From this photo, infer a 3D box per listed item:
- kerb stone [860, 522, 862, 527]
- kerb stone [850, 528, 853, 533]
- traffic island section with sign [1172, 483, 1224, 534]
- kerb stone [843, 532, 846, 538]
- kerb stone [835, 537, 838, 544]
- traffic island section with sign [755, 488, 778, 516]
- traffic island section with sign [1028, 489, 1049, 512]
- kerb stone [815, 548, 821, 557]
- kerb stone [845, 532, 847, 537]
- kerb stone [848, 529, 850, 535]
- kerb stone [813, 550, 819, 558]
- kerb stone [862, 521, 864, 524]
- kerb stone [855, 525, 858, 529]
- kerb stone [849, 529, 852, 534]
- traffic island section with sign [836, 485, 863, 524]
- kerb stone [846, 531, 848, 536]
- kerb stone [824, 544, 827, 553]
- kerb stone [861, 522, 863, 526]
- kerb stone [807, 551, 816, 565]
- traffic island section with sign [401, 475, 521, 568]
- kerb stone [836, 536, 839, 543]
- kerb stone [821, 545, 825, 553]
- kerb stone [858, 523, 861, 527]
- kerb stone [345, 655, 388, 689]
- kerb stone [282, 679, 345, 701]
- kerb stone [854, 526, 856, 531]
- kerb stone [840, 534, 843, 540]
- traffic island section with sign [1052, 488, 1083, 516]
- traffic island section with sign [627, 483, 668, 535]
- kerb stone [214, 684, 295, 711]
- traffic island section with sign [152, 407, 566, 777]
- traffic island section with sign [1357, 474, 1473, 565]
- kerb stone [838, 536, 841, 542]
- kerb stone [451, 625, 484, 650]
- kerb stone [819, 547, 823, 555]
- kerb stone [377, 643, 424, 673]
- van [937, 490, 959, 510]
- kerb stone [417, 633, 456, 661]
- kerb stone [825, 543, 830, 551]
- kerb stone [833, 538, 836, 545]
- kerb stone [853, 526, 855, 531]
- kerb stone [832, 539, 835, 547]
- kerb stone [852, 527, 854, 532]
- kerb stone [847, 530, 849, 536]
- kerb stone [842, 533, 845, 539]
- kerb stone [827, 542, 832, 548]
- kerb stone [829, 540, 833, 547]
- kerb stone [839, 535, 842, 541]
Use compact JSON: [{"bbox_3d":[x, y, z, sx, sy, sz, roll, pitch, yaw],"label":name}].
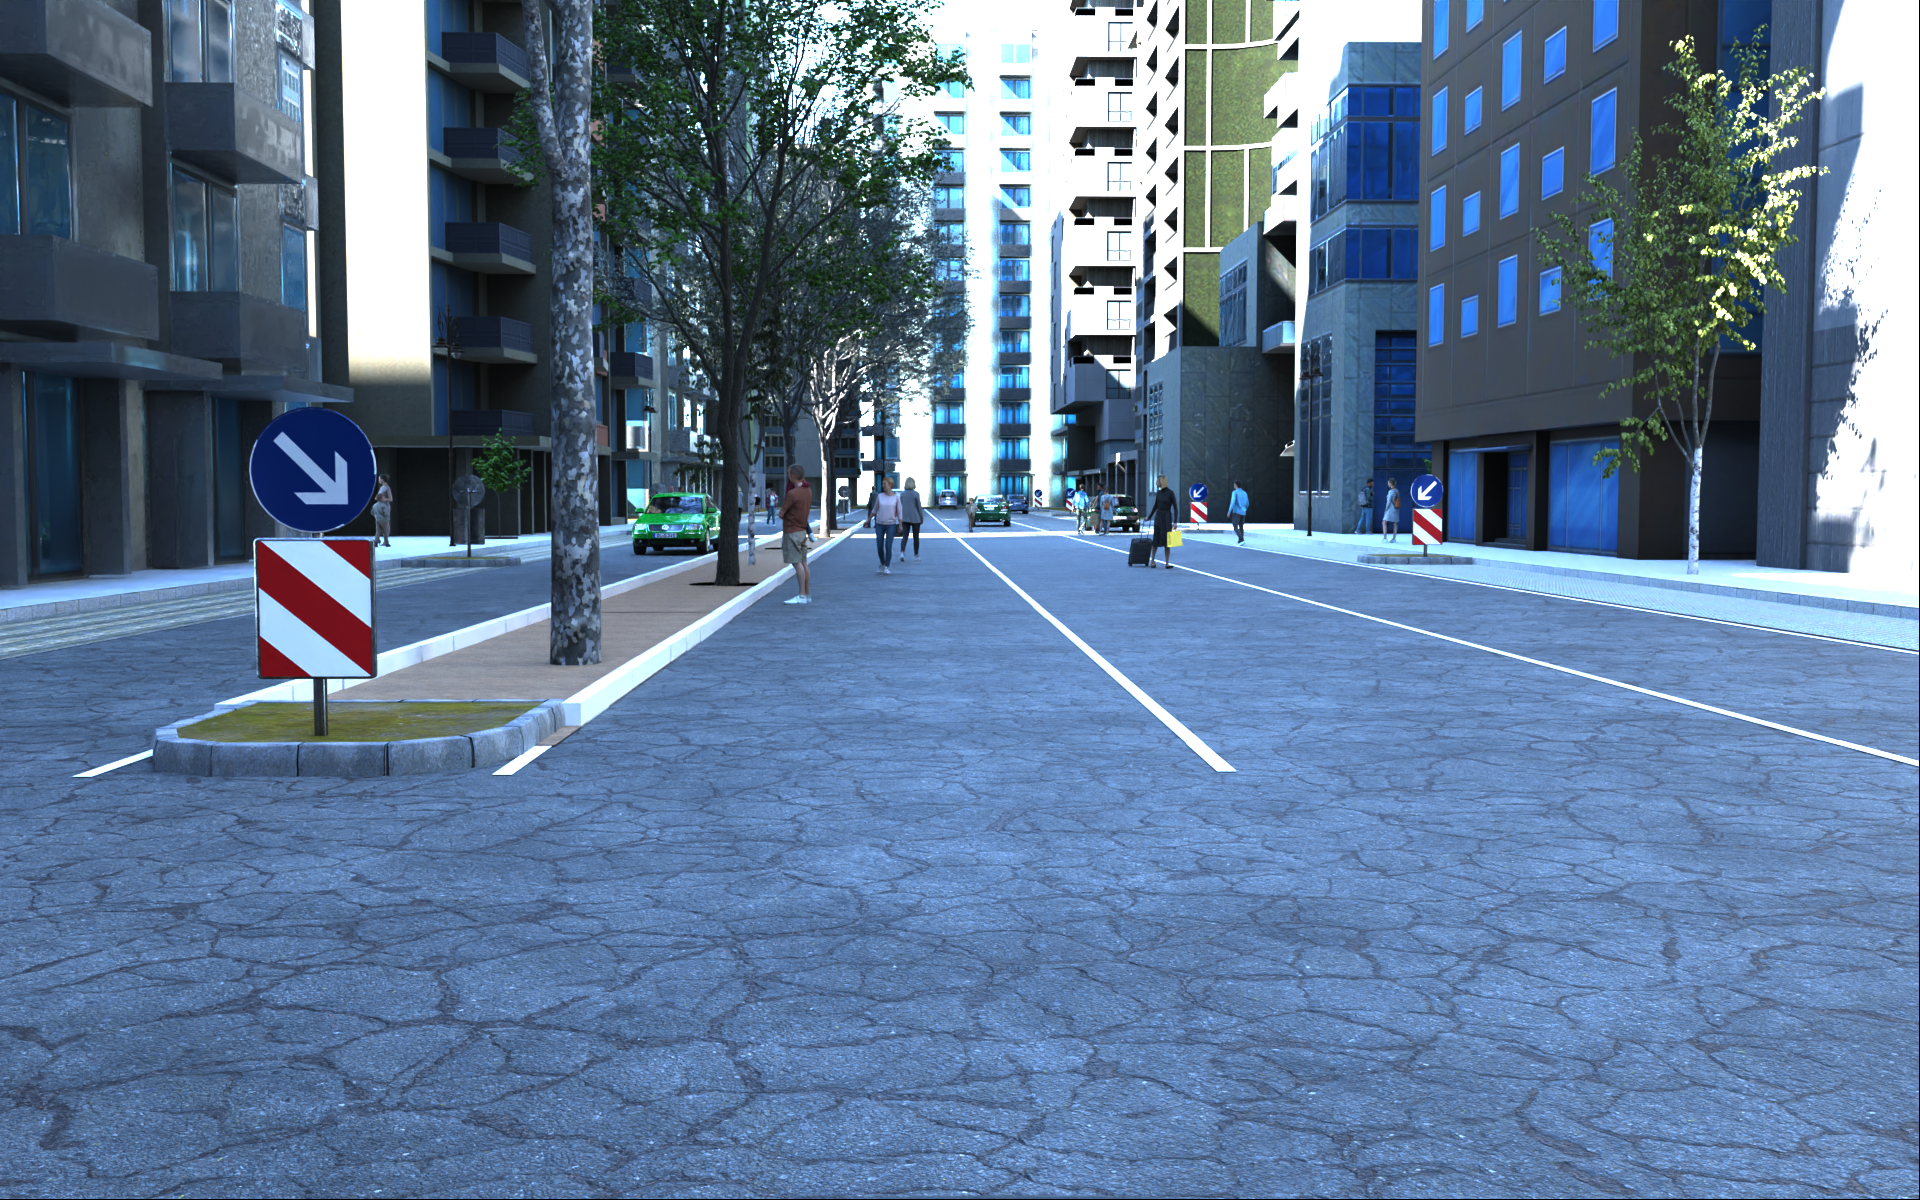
[{"bbox_3d":[-4.287,-3.080,72.605,0.120,0.150,1.000,0,4,-2],"label":"kerb stone"},{"bbox_3d":[-3.904,-2.331,60.309,0.120,0.150,1.000,0,4,-2],"label":"kerb stone"},{"bbox_3d":[8.495,-3.346,63.328,1.989,1.847,2.006,0,4,-2],"label":"traffic island section with sign"},{"bbox_3d":[-3.715,-1.955,54.162,0.120,0.150,1.000,0,4,-2],"label":"kerb stone"},{"bbox_3d":[-3.532,-1.579,48.012,0.120,0.150,1.000,0,4,-2],"label":"kerb stone"},{"bbox_3d":[-12.227,-6.324,112.024,1.989,1.847,2.006,0,4,-2],"label":"traffic island section with sign"},{"bbox_3d":[6.157,-8.015,139.679,1.989,1.847,2.006,0,4,-2],"label":"traffic island section with sign"},{"bbox_3d":[-3.250,-1.016,38.799,0.120,0.150,1.000,0,4,-2],"label":"kerb stone"},{"bbox_3d":[-3.751,-2.018,55.189,0.120,0.150,1.000,0,4,-2],"label":"kerb stone"},{"bbox_3d":[-3.845,-2.206,58.258,0.120,0.150,1.000,0,4,-2],"label":"kerb stone"},{"bbox_3d":[-3.216,-0.953,37.778,0.120,0.150,1.000,0,4,-2],"label":"kerb stone"},{"bbox_3d":[-4.377,-3.271,75.671,0.120,0.150,1.000,0,4,-2],"label":"kerb stone"},{"bbox_3d":[-4.088,-2.707,66.460,0.120,0.150,1.000,0,4,-2],"label":"kerb stone"},{"bbox_3d":[-3.873,-2.258,59.282,0.120,0.150,1.000,0,4,-2],"label":"kerb stone"},{"bbox_3d":[-5.703,-4.690,84.825,2.006,1.907,1.989,0,4,-2],"label":"traffic island section with sign"},{"bbox_3d":[-3.781,-2.078,56.211,0.120,0.150,1.000,0,4,-2],"label":"kerb stone"},{"bbox_3d":[-3.350,-1.193,41.871,0.120,0.150,1.000,0,4,-2],"label":"kerb stone"},{"bbox_3d":[-4.320,-3.146,73.627,0.120,0.150,1.000,0,4,-2],"label":"kerb stone"},{"bbox_3d":[-3.196,-0.890,36.755,0.120,0.150,1.000,0,4,-2],"label":"kerb stone"},{"bbox_3d":[-9.860,-1.581,34.484,1.989,1.847,2.006,0,4,-2],"label":"traffic island section with sign"},{"bbox_3d":[-3.567,-1.642,49.037,0.120,0.150,1.000,0,4,-2],"label":"kerb stone"},{"bbox_3d":[-3.321,-1.139,40.845,0.120,0.150,1.000,0,4,-2],"label":"kerb stone"},{"bbox_3d":[-4.217,-2.957,70.562,0.120,0.150,1.000,0,4,-2],"label":"kerb stone"},{"bbox_3d":[-4.564,0.558,13.126,0.120,0.150,1.000,0,4,-2],"label":"kerb stone"},{"bbox_3d":[-4.540,0.617,12.104,0.120,0.150,1.000,0,4,-2],"label":"kerb stone"},{"bbox_3d":[-4.031,-2.582,64.410,0.120,0.150,1.000,0,4,-2],"label":"kerb stone"},{"bbox_3d":[-3.662,-1.830,52.118,0.120,0.150,1.000,0,4,-2],"label":"kerb stone"},{"bbox_3d":[6.997,-6.349,112.426,1.989,1.847,2.006,0,4,-2],"label":"traffic island section with sign"},{"bbox_3d":[-10.689,-3.229,61.426,1.989,1.847,2.006,0,4,-2],"label":"traffic island section with sign"},{"bbox_3d":[-4.505,0.680,11.072,0.120,0.150,1.000,0,4,-2],"label":"kerb stone"},{"bbox_3d":[-3.401,-0.097,9.721,2.006,1.907,1.989,0,4,-2],"label":"traffic island section with sign"},{"bbox_3d":[9.329,-1.665,35.851,1.989,1.847,2.006,0,4,-2],"label":"traffic island section with sign"},{"bbox_3d":[-3.593,-1.699,50.069,0.120,0.150,1.000,0,4,-2],"label":"kerb stone"},{"bbox_3d":[-4.660,0.366,16.204,0.120,0.150,1.000,0,4,-2],"label":"kerb stone"},{"bbox_3d":[-3.286,-1.078,39.824,0.120,0.150,1.000,0,4,-2],"label":"kerb stone"},{"bbox_3d":[-4.607,0.492,14.157,0.120,0.150,1.000,0,4,-2],"label":"kerb stone"},{"bbox_3d":[-1.129,-9.406,160.799,2.013,2.044,4.112,0,4,-1],"label":"van"},{"bbox_3d":[-4.635,0.429,15.182,0.120,0.150,1.000,0,4,-2],"label":"kerb stone"},{"bbox_3d":[-3.369,-1.266,42.892,0.120,0.150,1.000,0,4,-2],"label":"kerb stone"},{"bbox_3d":[-3.502,-1.513,46.990,0.120,0.150,1.000,0,4,-2],"label":"kerb stone"},{"bbox_3d":[-4.004,-2.519,63.388,0.120,0.150,1.000,0,4,-2],"label":"kerb stone"},{"bbox_3d":[-3.469,-1.454,45.968,0.120,0.150,1.000,0,4,-2],"label":"kerb stone"},{"bbox_3d":[-3.972,-2.457,62.364,0.120,0.150,1.000,0,4,-2],"label":"kerb stone"},{"bbox_3d":[-3.812,-2.138,57.237,0.120,0.150,1.000,0,4,-2],"label":"kerb stone"},{"bbox_3d":[-3.686,-1.891,53.140,0.120,0.150,1.000,0,4,-2],"label":"kerb stone"},{"bbox_3d":[-3.398,-1.325,43.918,0.120,0.150,1.000,0,4,-2],"label":"kerb stone"},{"bbox_3d":[-3.441,-1.390,44.947,0.120,0.150,1.000,0,4,-2],"label":"kerb stone"},{"bbox_3d":[-3.622,-1.764,51.096,0.120,0.150,1.000,0,4,-2],"label":"kerb stone"}]
